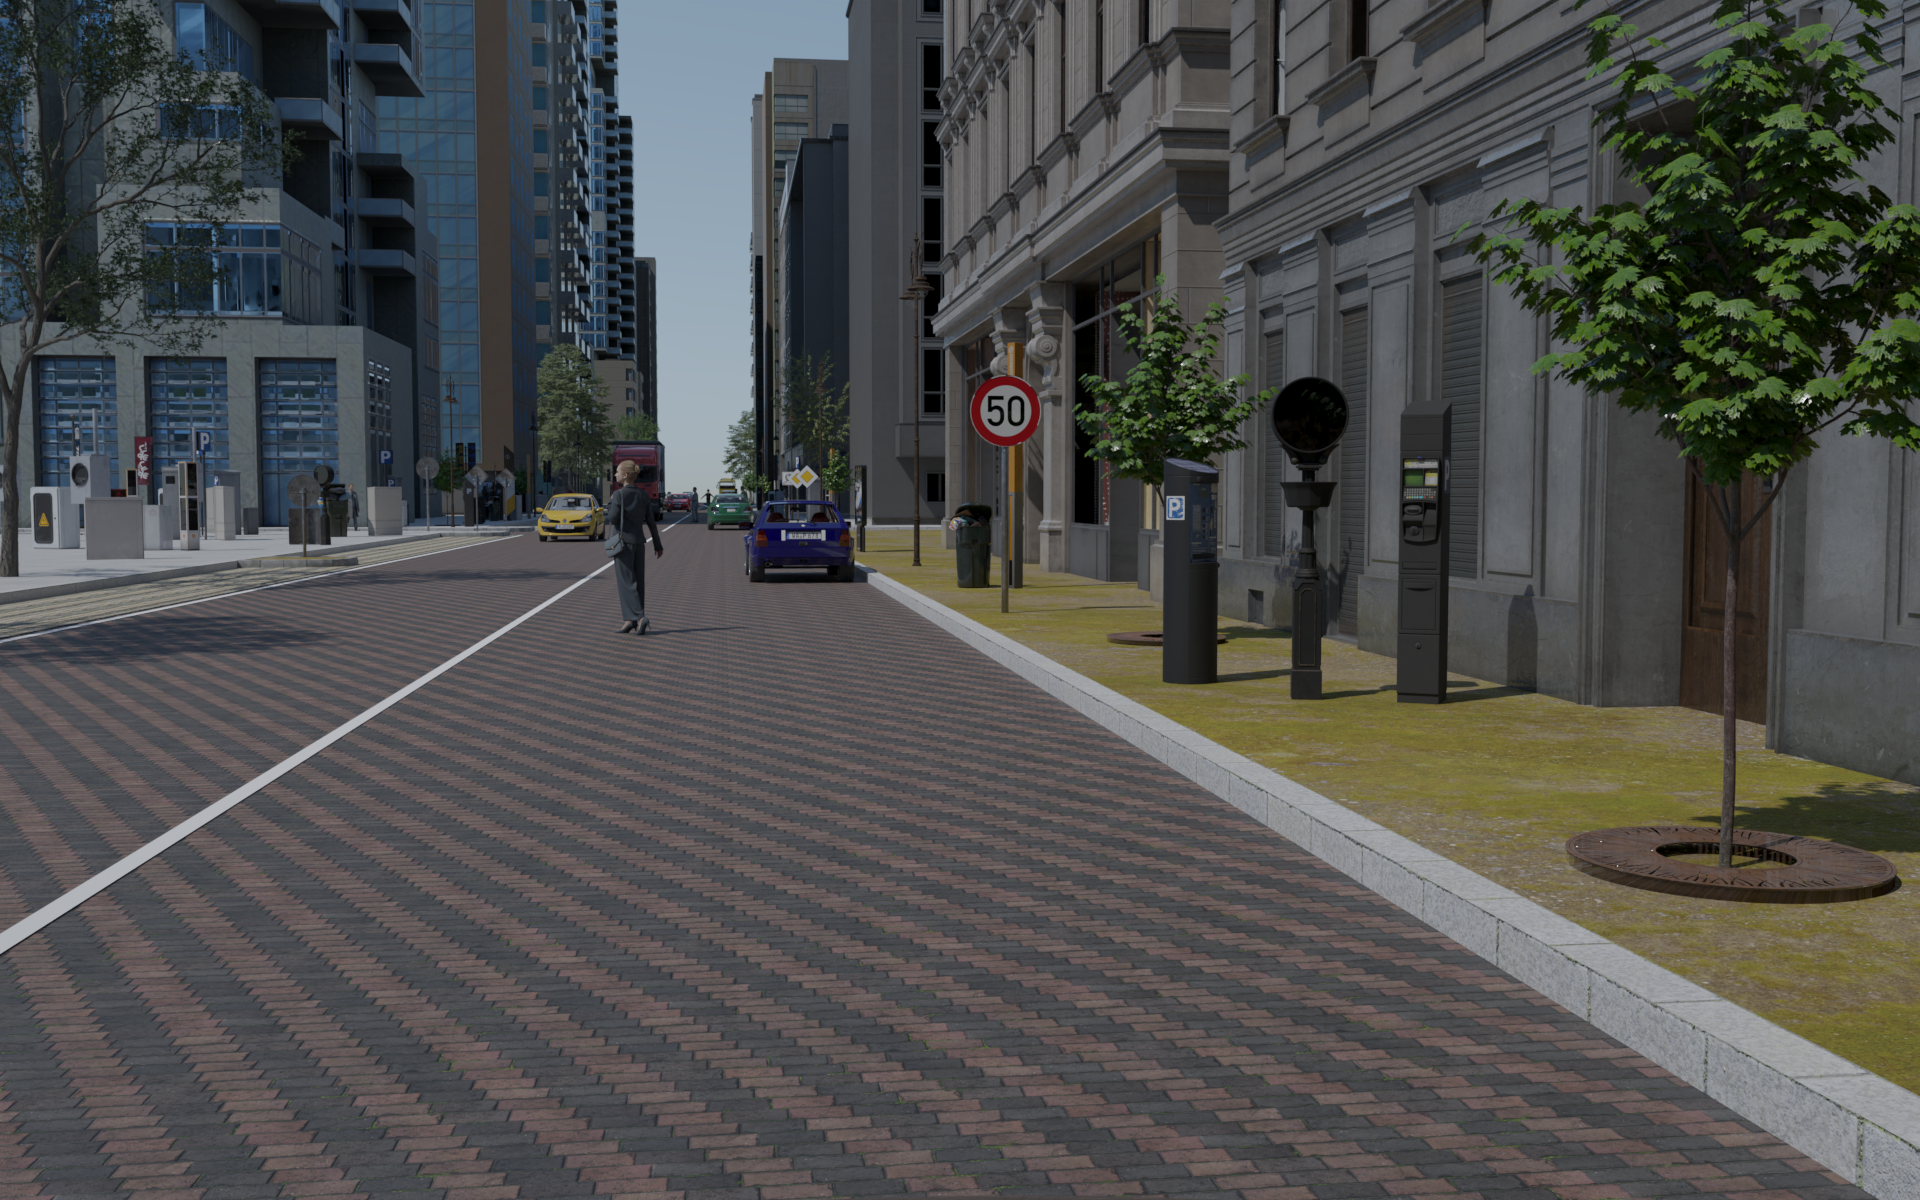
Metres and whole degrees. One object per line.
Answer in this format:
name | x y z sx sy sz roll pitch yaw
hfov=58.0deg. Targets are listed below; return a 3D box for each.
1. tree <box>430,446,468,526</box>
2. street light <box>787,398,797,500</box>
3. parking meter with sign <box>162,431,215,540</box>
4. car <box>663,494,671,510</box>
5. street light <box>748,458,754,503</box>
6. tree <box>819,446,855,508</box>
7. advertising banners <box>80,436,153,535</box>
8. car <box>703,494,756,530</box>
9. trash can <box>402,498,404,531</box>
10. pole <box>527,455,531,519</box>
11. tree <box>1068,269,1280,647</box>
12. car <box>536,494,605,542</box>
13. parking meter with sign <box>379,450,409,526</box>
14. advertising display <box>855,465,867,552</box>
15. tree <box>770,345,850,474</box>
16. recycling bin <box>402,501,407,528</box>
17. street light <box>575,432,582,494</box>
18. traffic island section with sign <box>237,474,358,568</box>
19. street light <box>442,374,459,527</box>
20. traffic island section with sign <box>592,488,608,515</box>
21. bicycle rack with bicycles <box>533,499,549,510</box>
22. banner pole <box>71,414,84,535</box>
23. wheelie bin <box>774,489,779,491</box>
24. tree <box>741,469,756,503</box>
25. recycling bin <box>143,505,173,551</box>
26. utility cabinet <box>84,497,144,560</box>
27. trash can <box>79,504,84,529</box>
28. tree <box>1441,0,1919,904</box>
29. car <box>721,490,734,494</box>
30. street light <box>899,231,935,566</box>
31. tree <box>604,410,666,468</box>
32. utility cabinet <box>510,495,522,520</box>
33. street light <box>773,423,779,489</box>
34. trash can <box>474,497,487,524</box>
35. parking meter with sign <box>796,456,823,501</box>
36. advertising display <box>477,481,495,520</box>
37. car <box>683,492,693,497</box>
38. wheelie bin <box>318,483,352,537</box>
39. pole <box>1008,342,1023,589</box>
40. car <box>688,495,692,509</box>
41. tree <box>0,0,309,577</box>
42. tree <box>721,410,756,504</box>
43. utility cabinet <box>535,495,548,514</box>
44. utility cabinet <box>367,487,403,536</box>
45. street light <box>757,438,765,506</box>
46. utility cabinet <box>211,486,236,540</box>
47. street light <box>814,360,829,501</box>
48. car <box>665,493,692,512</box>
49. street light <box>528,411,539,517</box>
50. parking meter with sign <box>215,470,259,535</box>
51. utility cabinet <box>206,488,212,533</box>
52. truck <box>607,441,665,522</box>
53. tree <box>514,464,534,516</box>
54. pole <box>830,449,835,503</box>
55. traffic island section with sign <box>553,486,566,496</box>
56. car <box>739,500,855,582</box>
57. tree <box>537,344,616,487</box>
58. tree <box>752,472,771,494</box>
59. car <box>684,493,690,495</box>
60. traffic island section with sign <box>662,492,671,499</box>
tree | -20.495 -4.590 69.649 1.663 3.219 1.824 0 3 0
street light | -8.087 -6.757 83.271 0.468 5.910 1.993 0 4 -8
parking meter with sign | -21.878 -3.191 48.429 1.738 3.016 0.543 1 4 10
car | -25.925 -8.897 155.684 2.015 1.641 3.980 -1 4 -10
street light | -22.533 -13.213 188.823 0.468 5.910 1.993 0 4 -8
tree | -4.738 -4.521 68.518 1.663 3.219 1.824 0 3 0
advertising banners | -25.404 -3.427 52.214 2.074 3.025 0.090 -1 4 -11
car | -9.314 -3.569 70.145 2.131 1.459 4.920 -1 4 -9
trash can | -18.565 -2.753 56.666 0.748 1.137 0.748 0 3 0
pole | -22.276 -5.848 89.463 0.158 3.312 0.155 0 3 0
tree | 1.751 -1.254 15.104 1.663 3.219 1.824 0 3 0
car | -11.937 -2.637 53.337 2.015 1.641 3.980 0 4 -6
parking meter with sign | -22.662 -4.479 69.495 0.543 3.016 1.738 0 4 5
advertising display | -2.205 -2.036 38.497 0.123 1.923 0.974 -1 4 -13
tree | -7.400 -8.343 86.768 4.737 8.622 4.395 0 3 0
recycling bin | -21.654 -3.295 66.429 0.722 1.027 0.722 0 4 -4
street light | -27.705 -9.361 125.844 0.468 5.910 1.993 0 4 -8
traffic island section with sign | -13.117 -1.580 34.468 1.989 1.847 2.006 0 4 -8
street light | -19.577 -5.743 66.688 0.468 5.910 1.993 0 4 -8
traffic island section with sign | -24.306 -6.583 116.255 1.989 1.847 2.006 0 4 -8
bicycle rack with bicycles | -31.834 -7.166 130.554 2.852 0.926 2.925 -2 4 -25
banner pole | -27.705 -3.934 54.331 0.401 3.779 0.863 -3 5 -43
wheelie bin | -11.457 -6.152 108.500 0.693 1.594 0.980 1 4 16
tree | -27.291 -14.905 227.410 4.285 4.588 4.351 0 3 0
recycling bin | -18.489 -1.653 39.582 0.722 1.027 0.722 0 4 -4
utility cabinet | -16.610 -1.397 34.011 1.020 1.237 0.306 -2 4 -31
trash can | -32.570 -3.221 64.325 0.748 1.137 0.748 0 3 0
tree | 2.723 -0.681 5.740 1.663 3.219 1.824 0 3 0
car | -23.689 -10.360 178.063 2.281 1.827 5.304 0 4 -6
street light | -0.769 -3.542 30.694 0.468 5.910 1.993 0 4 -8
tree | -40.517 -17.743 215.850 9.928 11.665 9.643 0 3 0
utility cabinet | -21.729 -4.499 84.722 0.306 1.237 1.020 -2 4 -31
street light | -11.963 -8.554 112.646 0.468 5.910 1.993 0 4 -8
trash can | -20.574 -3.809 73.938 0.748 1.137 0.748 0 3 0
parking meter with sign | -6.730 -5.158 80.595 1.738 3.016 0.543 -1 4 -22
advertising display | -23.433 -4.919 85.643 0.974 1.923 0.123 2 4 24
car | -39.965 -15.026 254.352 2.281 1.827 5.304 0 4 -7
wheelie bin | -18.638 -2.682 51.753 0.980 1.594 0.693 -3 5 -39
pole | 0.746 -1.811 23.448 0.158 3.312 0.155 0 3 0
car | -26.062 -9.261 163.777 2.083 1.381 4.827 -1 4 -9
tree | -14.587 -5.615 26.225 8.767 10.594 7.601 -2 4 -31
tree | -28.479 -19.353 234.546 7.486 12.596 7.792 0 3 0
utility cabinet | -26.512 -6.030 109.747 0.306 1.237 1.020 2 4 25
utility cabinet | -17.508 -2.693 52.715 0.318 1.500 1.173 2 4 23
street light | -16.211 -10.374 142.409 0.468 5.910 1.993 0 4 -8
utility cabinet | -20.466 -2.419 48.230 0.318 1.500 1.173 -2 4 -35
street light | -4.823 -5.337 60.044 0.468 5.910 1.993 0 4 -8
car | -22.430 -7.904 138.270 2.155 1.783 4.494 0 4 -6
street light | -23.620 -7.538 96.040 0.468 5.910 1.993 0 4 -8
parking meter with sign | -22.822 -3.531 53.991 0.543 3.016 1.738 3 5 43
utility cabinet | -24.277 -2.954 56.979 0.318 1.500 1.173 1 4 15
truck | -17.296 -6.388 93.353 2.839 4.237 11.283 0 4 -8
tree | -25.316 -6.470 100.385 1.663 3.219 1.824 0 3 0
pole | -5.745 -5.150 78.049 0.158 3.312 0.155 0 3 0
traffic island section with sign | -20.647 -4.949 89.549 1.989 1.847 2.006 0 4 -8
car | -2.779 -1.035 29.508 1.945 1.354 3.894 -1 4 -9
tree | -29.961 -13.026 131.100 7.486 12.596 7.792 0 3 0
tree | -17.016 -9.450 149.113 1.663 3.219 1.824 0 3 0
car | -31.034 -11.375 195.579 1.945 1.707 3.694 0 4 -7
traffic island section with sign | -45.985 -16.260 274.484 1.989 1.847 2.006 0 4 -8
